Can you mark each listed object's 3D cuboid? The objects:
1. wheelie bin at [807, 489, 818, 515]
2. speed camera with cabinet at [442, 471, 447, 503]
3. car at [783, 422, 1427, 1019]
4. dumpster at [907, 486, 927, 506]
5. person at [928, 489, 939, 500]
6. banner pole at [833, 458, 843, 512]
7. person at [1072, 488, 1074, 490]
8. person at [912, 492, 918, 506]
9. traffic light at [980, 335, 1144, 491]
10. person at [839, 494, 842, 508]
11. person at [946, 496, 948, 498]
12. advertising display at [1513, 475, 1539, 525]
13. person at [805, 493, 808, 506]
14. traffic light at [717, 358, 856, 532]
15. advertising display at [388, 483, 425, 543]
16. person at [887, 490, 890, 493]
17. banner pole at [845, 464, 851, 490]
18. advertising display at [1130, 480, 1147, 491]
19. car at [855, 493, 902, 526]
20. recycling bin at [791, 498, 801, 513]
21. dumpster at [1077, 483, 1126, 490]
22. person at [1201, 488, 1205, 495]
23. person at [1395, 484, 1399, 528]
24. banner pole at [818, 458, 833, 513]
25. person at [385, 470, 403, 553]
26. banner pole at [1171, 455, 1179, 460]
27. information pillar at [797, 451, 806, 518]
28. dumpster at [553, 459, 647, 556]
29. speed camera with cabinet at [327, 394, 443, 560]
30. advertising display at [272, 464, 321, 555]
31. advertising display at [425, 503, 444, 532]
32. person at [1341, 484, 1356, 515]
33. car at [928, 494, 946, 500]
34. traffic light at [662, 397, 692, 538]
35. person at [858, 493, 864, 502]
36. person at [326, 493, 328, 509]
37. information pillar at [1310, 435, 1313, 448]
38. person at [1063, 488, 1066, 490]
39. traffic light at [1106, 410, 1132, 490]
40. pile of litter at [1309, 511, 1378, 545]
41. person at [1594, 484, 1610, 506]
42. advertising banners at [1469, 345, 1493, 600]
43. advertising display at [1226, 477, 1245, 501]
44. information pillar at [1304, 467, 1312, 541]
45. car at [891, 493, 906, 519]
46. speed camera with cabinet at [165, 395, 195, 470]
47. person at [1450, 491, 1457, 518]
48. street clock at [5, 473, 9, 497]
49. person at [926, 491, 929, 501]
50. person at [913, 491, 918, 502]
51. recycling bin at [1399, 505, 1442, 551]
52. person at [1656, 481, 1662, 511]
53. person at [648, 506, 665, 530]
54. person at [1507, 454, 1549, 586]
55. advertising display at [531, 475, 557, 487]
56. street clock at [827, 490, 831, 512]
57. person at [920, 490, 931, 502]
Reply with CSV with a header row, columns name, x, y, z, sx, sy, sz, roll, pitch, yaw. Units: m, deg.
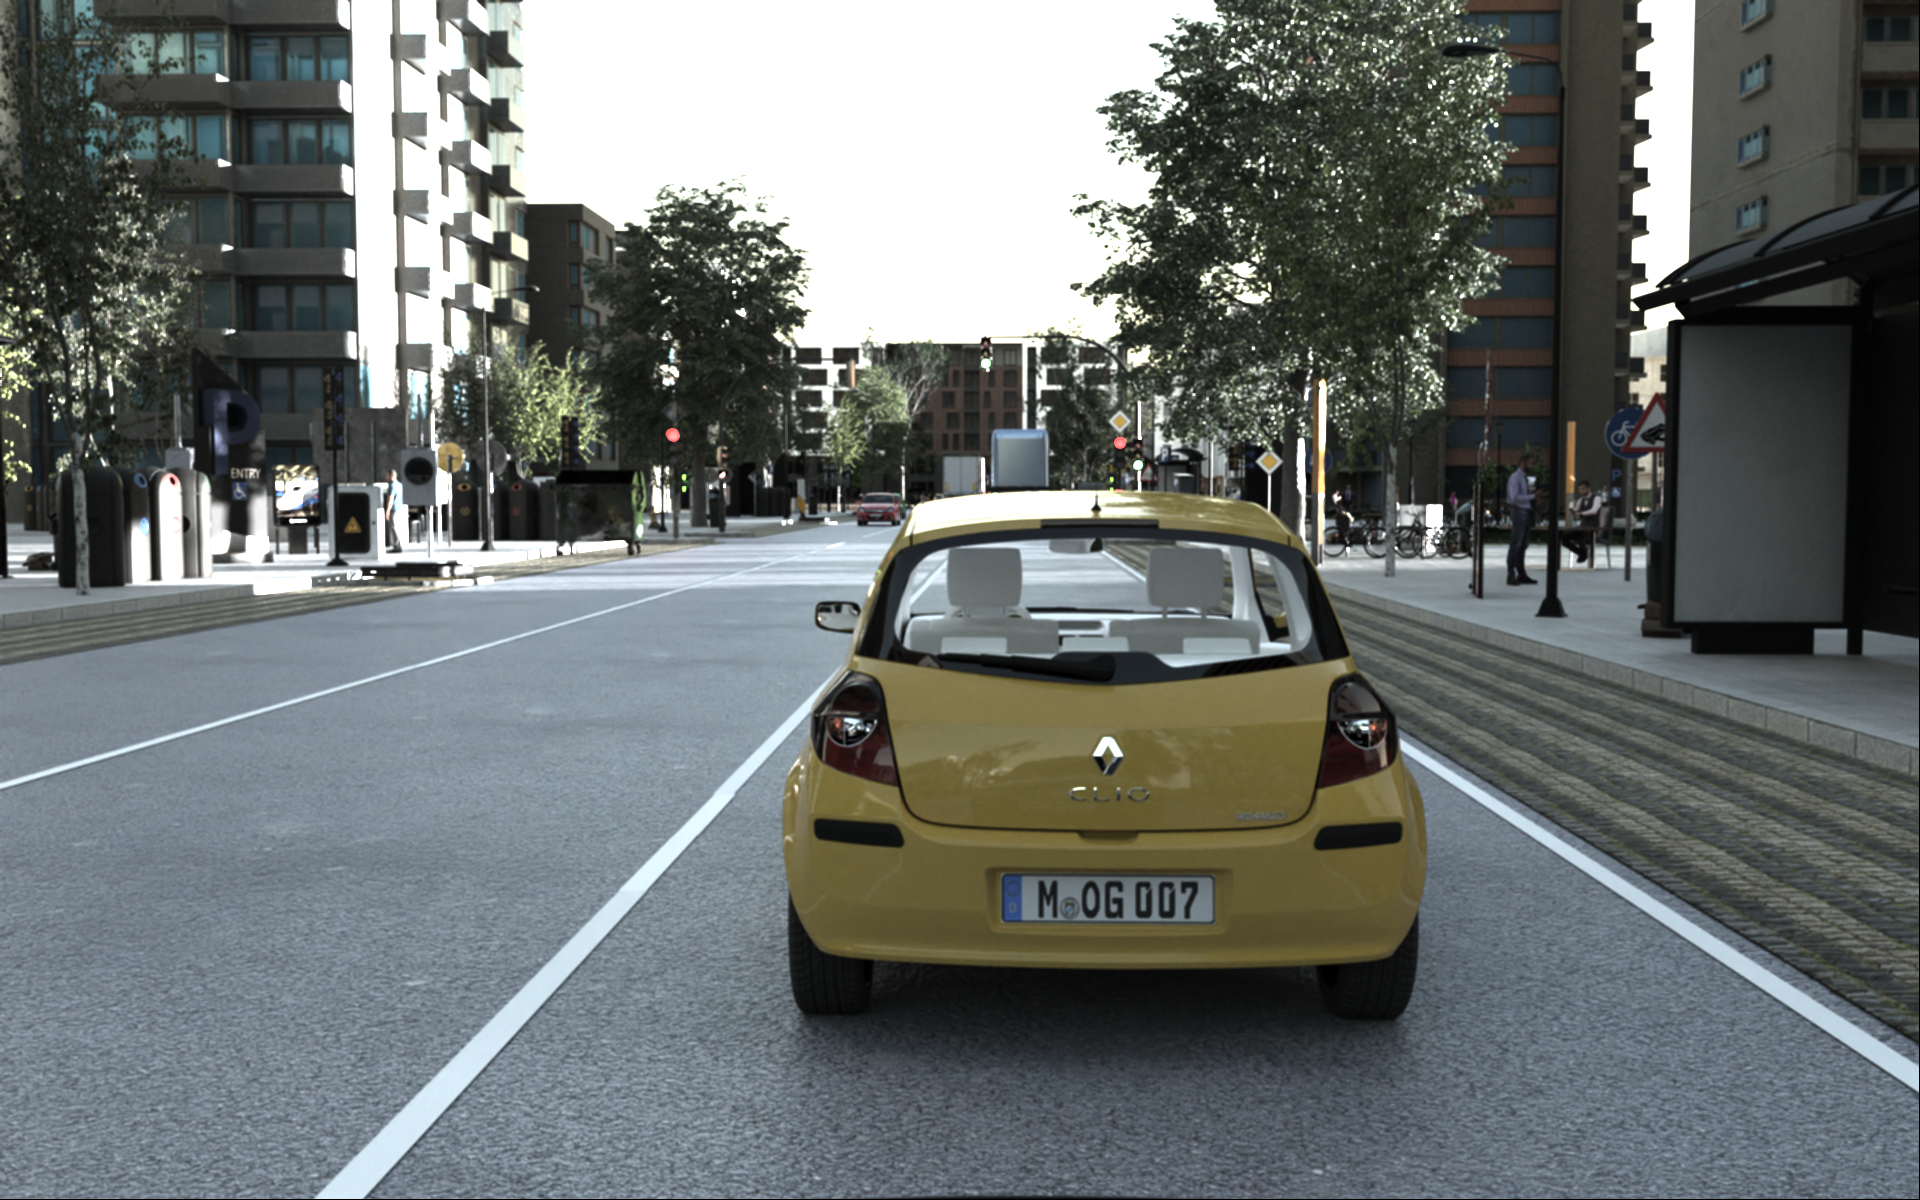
name,x,y,z,sx,sy,sz,roll,pitch,yaw
wheelie bin,-9.147,-6.101,107.666,0.693,1.594,0.980,0,4,-4
speed camera with cabinet,-13.829,-2.977,43.004,2.038,3.252,0.660,1,4,9
car,0.424,0.248,6.174,2.015,1.641,3.980,0,4,2
dumpster,-4.341,-10.362,174.364,1.985,2.255,1.502,0,4,1
person,-2.601,-9.291,160.040,1.348,1.869,0.705,0,4,6
banner pole,-8.768,-8.031,121.327,0.863,3.779,0.401,0,4,4
person,9.765,-8.654,147.979,0.683,1.767,0.568,-1,4,-11
person,-3.941,-8.623,150.951,0.593,1.643,0.415,1,4,23
traffic light,2.963,-4.587,49.668,4.771,5.953,1.251,0,4,2
person,-11.127,-9.273,160.847,0.799,1.438,0.628,0,4,-5
person,-1.375,-9.768,168.868,0.621,1.740,0.551,1,4,14
advertising display,19.587,-3.350,59.984,0.123,1.923,0.974,-2,4,-34
person,-17.155,-11.256,190.788,1.217,1.735,0.721,1,4,12
traffic light,-5.883,-5.102,58.085,4.771,5.953,1.251,0,4,2
advertising display,-14.506,-2.449,45.255,0.974,1.923,0.123,1,4,21
person,-8.626,-12.347,208.060,1.348,1.807,0.705,1,4,21
banner pole,-8.341,-8.341,126.384,0.863,3.779,0.401,1,4,11
advertising display,8.079,-4.478,78.427,0.974,1.923,0.123,-3,4,-38
car,-3.708,-4.320,79.665,2.155,1.783,4.494,0,4,2
recycling bin,-10.842,-6.327,116.001,0.722,1.027,0.722,-2,4,-29
dumpster,5.257,-3.441,64.473,1.865,1.857,1.264,0,4,1
person,20.190,-8.379,143.485,0.568,1.767,0.683,-1,4,-23
person,14.569,-3.094,58.331,0.444,1.614,0.593,1,4,22
banner pole,-9.361,-7.874,118.762,0.863,3.779,0.401,-1,4,-19
person,-12.330,-1.927,37.680,0.434,1.807,0.598,1,4,20
banner pole,11.977,-6.593,97.812,0.863,3.779,0.401,-1,4,-8
information pillar,-8.690,-6.324,94.758,0.504,3.616,0.183,3,4,36
dumpster,-8.415,-2.173,40.473,1.985,2.255,1.502,0,4,2
speed camera with cabinet,-11.310,-2.425,33.982,2.038,3.252,0.660,-1,4,-13
advertising display,-14.122,-1.938,36.902,0.974,1.923,0.123,-3,5,-41
advertising display,-17.694,-3.227,57.968,0.123,1.923,0.974,2,4,30
person,17.211,-4.279,76.831,0.655,1.722,0.431,2,4,30
car,-1.983,-9.311,162.465,2.015,1.641,3.980,0,4,2
traffic light,-8.219,-3.744,50.132,0.839,4.253,0.868,0,4,2
person,-11.970,-12.278,209.975,0.628,1.438,0.799,1,4,10
person,-24.119,-3.465,66.610,0.435,1.345,0.340,-3,5,-40
information pillar,11.822,-4.066,57.830,0.183,3.616,0.504,-1,4,-16
person,5.629,-5.131,93.122,0.376,1.734,0.841,-3,5,-43
traffic light,5.299,-4.208,57.727,0.839,4.253,0.868,0,4,2
pile of litter,9.849,-1.857,44.323,1.719,0.858,1.176,3,4,36
person,28.767,-4.324,77.455,0.841,1.734,0.376,0,4,4
advertising banners,6.454,-1.546,21.469,0.090,3.025,2.074,1,4,12
advertising display,10.653,-3.777,66.966,0.123,1.923,0.974,-2,4,-33
information pillar,9.595,-2.636,47.595,0.304,2.012,0.304,2,4,28
car,-4.069,-5.545,99.460,1.959,1.807,4.718,0,4,1
speed camera with cabinet,-15.473,-2.416,33.843,0.660,3.252,2.038,0,4,7
person,25.768,-4.941,90.063,0.776,1.435,0.726,-2,4,-25
street clock,-28.574,-2.878,51.629,0.471,2.002,0.358,-2,4,-25
person,-3.538,-10.619,182.938,0.721,1.723,1.217,1,4,8
person,-4.238,-9.488,164.545,0.541,1.710,0.530,0,4,2
recycling bin,10.548,-1.660,39.687,0.722,1.027,0.722,-3,5,-45
person,27.076,-3.746,67.411,0.598,1.807,0.434,-3,4,-36
person,-10.974,-2.975,62.616,0.695,0.859,0.347,2,4,35
person,8.027,-1.130,24.392,0.599,1.838,0.709,2,4,33
advertising display,-14.336,-3.342,59.849,0.974,1.923,0.123,1,4,16
street clock,-9.397,-7.310,124.081,0.471,2.002,0.358,1,4,14
person,-1.866,-5.084,93.077,0.566,1.644,0.517,3,4,36
